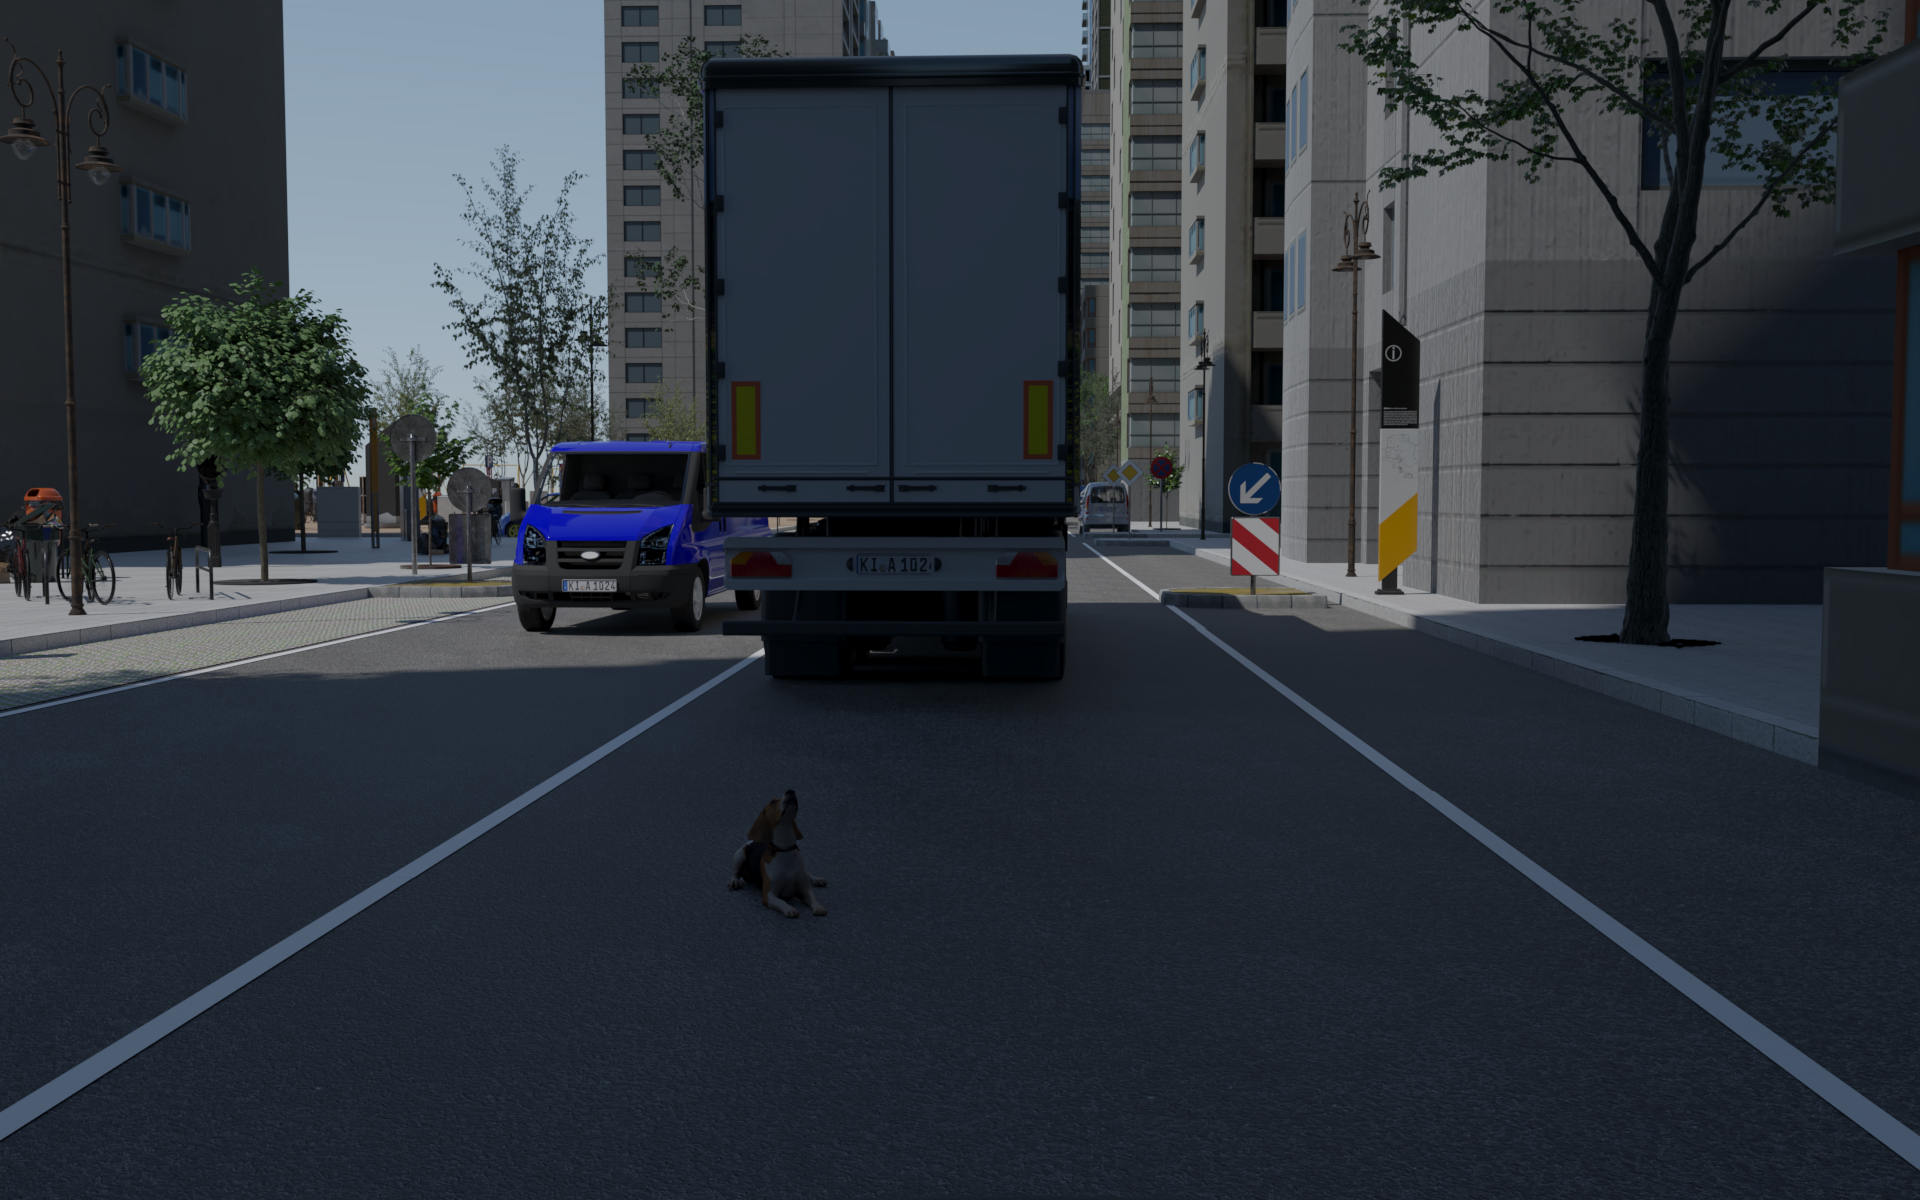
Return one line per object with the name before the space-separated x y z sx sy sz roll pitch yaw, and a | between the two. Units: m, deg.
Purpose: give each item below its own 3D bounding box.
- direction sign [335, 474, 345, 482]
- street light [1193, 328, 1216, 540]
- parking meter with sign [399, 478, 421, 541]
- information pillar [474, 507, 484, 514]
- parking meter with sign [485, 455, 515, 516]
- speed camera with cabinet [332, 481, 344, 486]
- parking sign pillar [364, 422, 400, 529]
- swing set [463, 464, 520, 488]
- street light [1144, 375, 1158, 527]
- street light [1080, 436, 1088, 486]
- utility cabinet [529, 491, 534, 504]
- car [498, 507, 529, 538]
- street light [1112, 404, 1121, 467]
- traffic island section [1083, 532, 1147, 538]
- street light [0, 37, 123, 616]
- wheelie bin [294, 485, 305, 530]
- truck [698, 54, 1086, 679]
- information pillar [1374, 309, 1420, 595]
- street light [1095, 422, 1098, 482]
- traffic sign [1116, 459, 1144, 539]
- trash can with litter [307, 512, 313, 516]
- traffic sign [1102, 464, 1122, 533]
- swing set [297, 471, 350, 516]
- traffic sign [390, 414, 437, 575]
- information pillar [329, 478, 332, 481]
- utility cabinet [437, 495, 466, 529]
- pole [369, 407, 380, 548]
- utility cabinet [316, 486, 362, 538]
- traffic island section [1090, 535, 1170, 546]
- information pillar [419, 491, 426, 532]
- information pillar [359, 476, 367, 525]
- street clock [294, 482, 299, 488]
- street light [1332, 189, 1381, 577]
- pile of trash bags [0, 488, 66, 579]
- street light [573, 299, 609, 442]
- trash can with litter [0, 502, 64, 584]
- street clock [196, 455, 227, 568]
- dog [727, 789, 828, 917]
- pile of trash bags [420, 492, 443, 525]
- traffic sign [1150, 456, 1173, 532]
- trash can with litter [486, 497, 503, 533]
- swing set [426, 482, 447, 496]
direction sign | -40.100 -7.336 111.932 0.379 3.537 0.876 2 4 28
street light | 6.821 -4.628 48.455 0.468 5.910 1.993 0 4 2
parking meter with sign | -15.202 -3.148 47.724 0.543 3.016 1.738 -2 4 -27
information pillar | -18.759 -3.853 67.485 0.304 2.012 0.304 -3 4 -38
parking meter with sign | -20.376 -4.982 77.709 1.738 3.016 0.543 1 4 15
speed camera with cabinet | -41.835 -7.575 118.192 2.038 3.252 0.660 1 4 11
parking sign pillar | -21.550 -4.666 64.760 1.447 3.967 1.447 1 4 17
swing set | -24.688 -5.755 91.716 3.119 2.851 2.862 -1 4 -9
street light | 7.397 -5.774 67.199 0.468 5.910 1.993 0 4 2
street light | 9.520 -9.711 131.556 0.468 5.910 1.993 0 4 2
utility cabinet | -28.943 -6.741 118.901 1.173 1.500 0.318 -1 4 -20
car | -12.231 -2.646 52.854 3.694 1.707 1.945 0 4 3
street light | 8.051 -7.088 88.669 0.468 5.910 1.993 0 4 2
traffic island section | 5.075 -2.122 56.979 2.009 0.180 2.903 0 4 2
street light | -9.356 -2.777 18.186 0.468 5.910 1.993 0 4 2
wheelie bin | -23.749 -3.287 61.653 0.693 1.594 0.980 -3 5 -41
truck | -0.169 -1.700 16.716 2.839 4.237 11.283 0 4 3
information pillar | 5.558 -1.873 21.979 0.504 3.616 0.183 0 4 3
street light | 8.685 -8.411 110.312 0.468 5.910 1.993 0 4 2
traffic sign | 4.793 -2.769 48.922 0.795 2.450 0.064 0 4 2
trash can with litter | -37.132 -5.406 99.773 1.055 1.170 0.624 1 4 8
traffic sign | 5.051 -3.258 56.903 0.795 2.450 0.064 0 4 2
swing set | -24.580 -4.142 65.347 3.119 2.851 2.862 1 4 13
traffic sign | -8.690 -1.677 27.525 0.768 2.556 0.104 0 4 5
information pillar | -48.218 -8.635 132.534 0.183 3.616 0.504 1 4 19
utility cabinet | -18.763 -3.228 63.944 1.020 1.237 0.306 1 4 14
pole | -13.813 -2.874 40.839 0.158 3.312 0.155 0 3 0
utility cabinet | -17.974 -2.537 50.155 1.173 1.500 0.318 0 4 -4
traffic island section | 4.817 -1.634 48.998 2.009 0.180 2.903 0 4 2
information pillar | -18.442 -4.133 58.925 0.504 3.616 0.183 0 4 -6
information pillar | -24.732 -4.127 71.962 0.304 2.012 0.304 3 5 44
street clock | -39.299 -5.976 102.279 0.358 2.002 0.471 3 4 38
street light | 6.070 -3.297 26.690 0.468 5.910 1.993 0 4 2
pile of trash bags | -14.974 -1.051 26.930 3.447 1.369 1.912 2 4 33
street light | -8.631 -4.152 40.671 0.468 5.910 1.993 0 4 2
trash can with litter | -13.533 -0.830 24.950 1.055 1.170 0.624 -3 4 -37
street clock | -13.033 -1.569 30.230 0.471 2.002 0.358 -1 4 -9
dog | -0.600 0.854 6.237 0.550 0.427 0.748 1 4 22
pile of trash bags | -23.439 -4.173 77.979 1.912 1.369 3.447 1 4 19
traffic sign | 6.826 -3.584 58.710 0.768 2.556 0.104 0 4 8
trash can with litter | -15.488 -2.804 57.227 0.624 1.170 1.055 -2 4 -31
swing set | -34.394 -7.294 116.881 2.862 2.851 3.119 1 4 16
